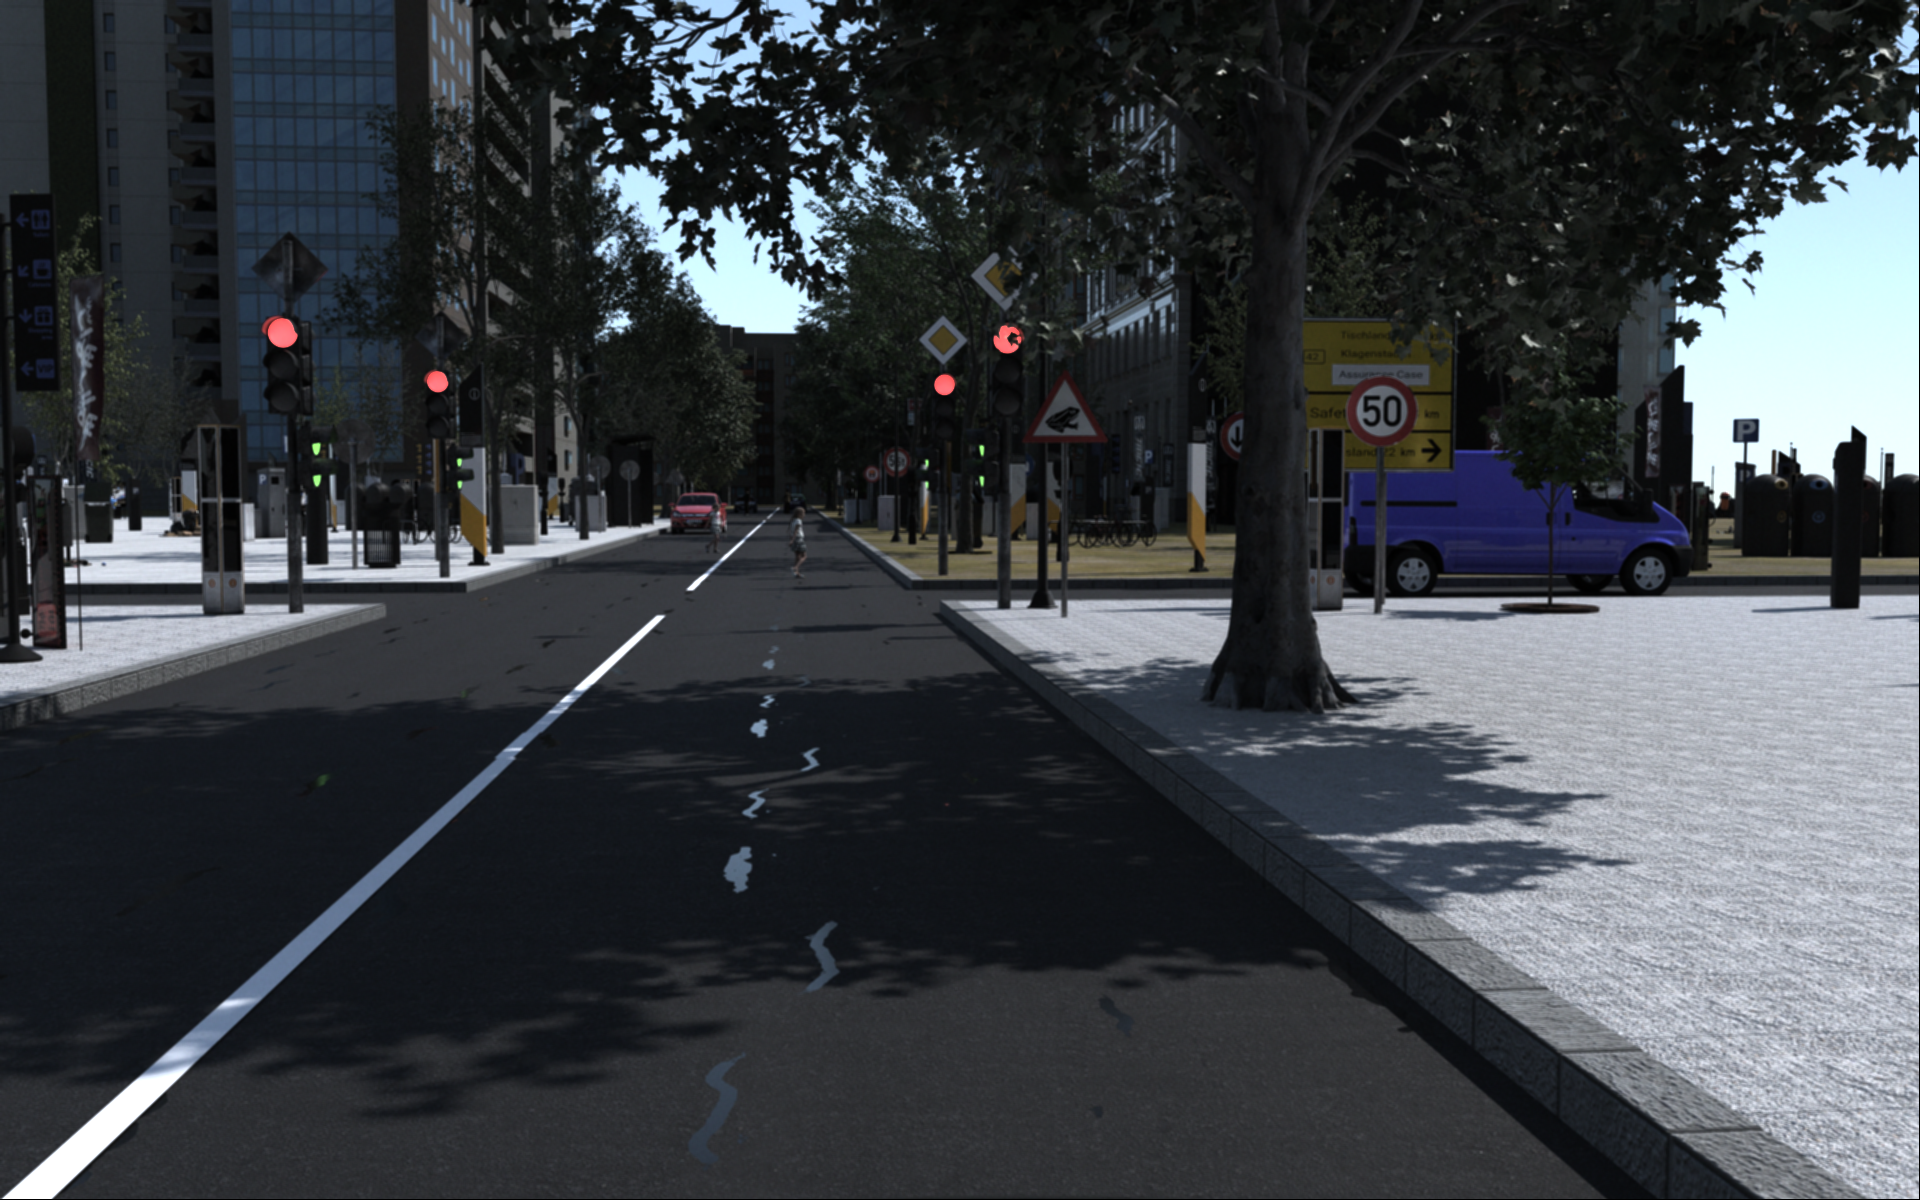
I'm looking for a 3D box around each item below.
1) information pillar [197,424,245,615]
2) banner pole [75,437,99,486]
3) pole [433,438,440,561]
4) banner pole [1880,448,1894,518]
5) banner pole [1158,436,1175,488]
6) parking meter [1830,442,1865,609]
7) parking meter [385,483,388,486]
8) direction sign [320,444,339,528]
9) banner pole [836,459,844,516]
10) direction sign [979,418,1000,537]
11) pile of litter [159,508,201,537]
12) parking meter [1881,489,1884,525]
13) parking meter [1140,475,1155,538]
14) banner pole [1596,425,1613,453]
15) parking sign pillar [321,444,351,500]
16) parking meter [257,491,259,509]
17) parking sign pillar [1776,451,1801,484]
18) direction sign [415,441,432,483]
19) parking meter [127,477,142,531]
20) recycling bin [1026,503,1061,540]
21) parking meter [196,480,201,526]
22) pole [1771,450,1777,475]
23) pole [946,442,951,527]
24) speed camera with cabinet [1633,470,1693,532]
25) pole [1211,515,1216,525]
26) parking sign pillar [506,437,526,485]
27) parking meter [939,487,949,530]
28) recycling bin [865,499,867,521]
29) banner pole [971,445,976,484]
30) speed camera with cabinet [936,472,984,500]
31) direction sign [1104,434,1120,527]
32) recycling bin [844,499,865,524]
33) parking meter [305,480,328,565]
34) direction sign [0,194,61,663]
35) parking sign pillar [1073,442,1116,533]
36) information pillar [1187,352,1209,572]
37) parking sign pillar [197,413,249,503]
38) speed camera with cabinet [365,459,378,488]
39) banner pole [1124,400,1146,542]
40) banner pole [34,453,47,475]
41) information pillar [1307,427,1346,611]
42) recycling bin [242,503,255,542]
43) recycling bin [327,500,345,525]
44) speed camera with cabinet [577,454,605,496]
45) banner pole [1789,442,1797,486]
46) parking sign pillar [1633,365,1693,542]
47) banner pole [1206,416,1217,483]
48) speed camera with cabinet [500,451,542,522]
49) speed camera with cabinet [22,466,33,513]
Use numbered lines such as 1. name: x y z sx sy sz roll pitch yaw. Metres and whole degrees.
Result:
1. information pillar: -7.857 -0.852 18.427 0.304 2.012 0.304 2 4 26
2. banner pole: -28.390 -4.069 56.538 0.863 3.779 0.401 0 4 3
3. pole: -9.983 -2.405 33.172 0.158 3.312 0.155 0 3 0
4. banner pole: 49.818 -6.312 93.218 0.401 3.779 0.863 -3 5 -41
5. banner pole: 8.857 -5.200 75.034 0.863 3.779 0.401 0 4 3
6. parking meter: 10.008 -0.846 19.538 0.255 1.863 0.399 1 4 19
7. parking meter: -30.881 -5.332 92.881 0.399 1.863 0.255 1 4 10
8. direction sign: -24.118 -4.538 66.188 0.379 3.537 0.876 2 4 32
9. banner pole: -6.862 -6.718 99.862 0.401 3.779 0.863 3 4 38
10. direction sign: 1.015 -3.656 51.766 0.876 3.537 0.379 0 4 0
11. pile of litter: -23.347 -2.361 52.568 1.719 0.858 1.176 0 4 -6
12. parking meter: 38.936 -3.939 72.808 0.372 1.533 0.369 0 3 0
13. parking meter: 5.523 -2.773 51.042 0.399 1.863 0.255 -1 4 -13
14. banner pole: 21.461 -4.143 57.753 0.863 3.779 0.401 1 4 17
15. parking sign pillar: -29.770 -5.773 82.861 1.447 3.967 1.447 0 4 2
16. parking meter: -34.550 -4.725 85.664 0.372 1.533 0.369 0 3 0
17. parking sign pillar: 51.074 -7.239 106.825 1.447 3.967 1.447 -3 5 -44
18. direction sign: -23.144 -5.063 74.780 0.379 3.537 0.876 2 4 30
19. parking meter: -28.959 -3.369 60.795 0.255 1.863 0.399 3 5 42
20. recycling bin: 2.334 -2.188 48.327 0.722 1.027 0.722 -3 5 -41
21. parking meter: -31.050 -3.966 70.549 0.399 1.863 0.255 1 4 13
22. pole: 37.400 -5.247 79.633 0.158 3.312 0.155 0 3 0
23. pole: -0.444 -4.549 68.227 0.158 3.312 0.155 0 3 0
24. speed camera with cabinet: 24.109 -3.972 59.281 2.038 3.252 0.660 -1 4 -11
25. pole: 10.678 -4.840 72.975 0.158 3.312 0.155 0 3 0
26. parking sign pillar: -21.166 -5.757 82.603 1.447 3.967 1.447 1 4 9
27. parking meter: -0.565 -3.259 61.692 0.372 1.533 0.369 0 3 0
28. recycling bin: -4.822 -4.229 81.697 0.722 1.027 0.722 1 4 21
29. banner pole: 0.516 -4.892 70.000 0.401 3.779 0.863 -1 4 -19
30. speed camera with cabinet: 0.019 -4.786 72.582 2.038 3.252 0.660 -2 4 -27
31. direction sign: 5.628 -4.492 65.444 0.876 3.537 0.379 -1 4 -16
32. recycling bin: -4.615 -3.813 74.894 0.722 1.027 0.722 -1 4 -12
33. parking meter: -11.725 -1.416 31.561 0.372 1.533 0.369 0 3 0
34. direction sign: -7.262 -1.297 13.200 0.876 3.537 0.379 0 4 6
35. parking sign pillar: 4.433 -4.183 56.870 1.447 3.967 1.447 1 4 13
36. information pillar: 3.893 -2.266 28.403 0.183 3.616 0.504 3 4 37
37. parking sign pillar: -24.027 -4.189 56.968 1.447 3.967 1.447 1 4 16
38. speed camera with cabinet: -29.533 -5.685 87.279 0.660 3.252 2.038 -2 4 -24
39. banner pole: 4.673 -3.437 46.204 0.401 3.779 0.863 -3 4 -37
40. banner pole: -52.200 -6.618 98.225 0.863 3.779 0.401 -1 4 -17
41. information pillar: 4.031 -0.893 19.099 0.304 2.012 0.304 -1 4 -14
42. recycling bin: -19.576 -2.099 46.866 0.722 1.027 0.722 0 4 -2
43. recycling bin: -25.783 -3.615 71.658 0.722 1.027 0.722 -2 4 -24
44. speed camera with cabinet: -17.960 -5.561 85.266 0.660 3.252 2.038 2 4 28
45. banner pole: 40.053 -5.708 83.344 0.401 3.779 0.863 0 4 3
46. parking sign pillar: 14.964 -2.961 36.879 1.447 3.967 1.447 -1 4 -19
47. banner pole: 6.881 -3.599 48.861 0.863 3.779 0.401 2 4 34
48. speed camera with cabinet: -20.159 -5.188 79.162 2.038 3.252 0.660 -2 4 -26
49. speed camera with cabinet: -31.601 -3.854 57.341 2.038 3.252 0.660 2 4 26
